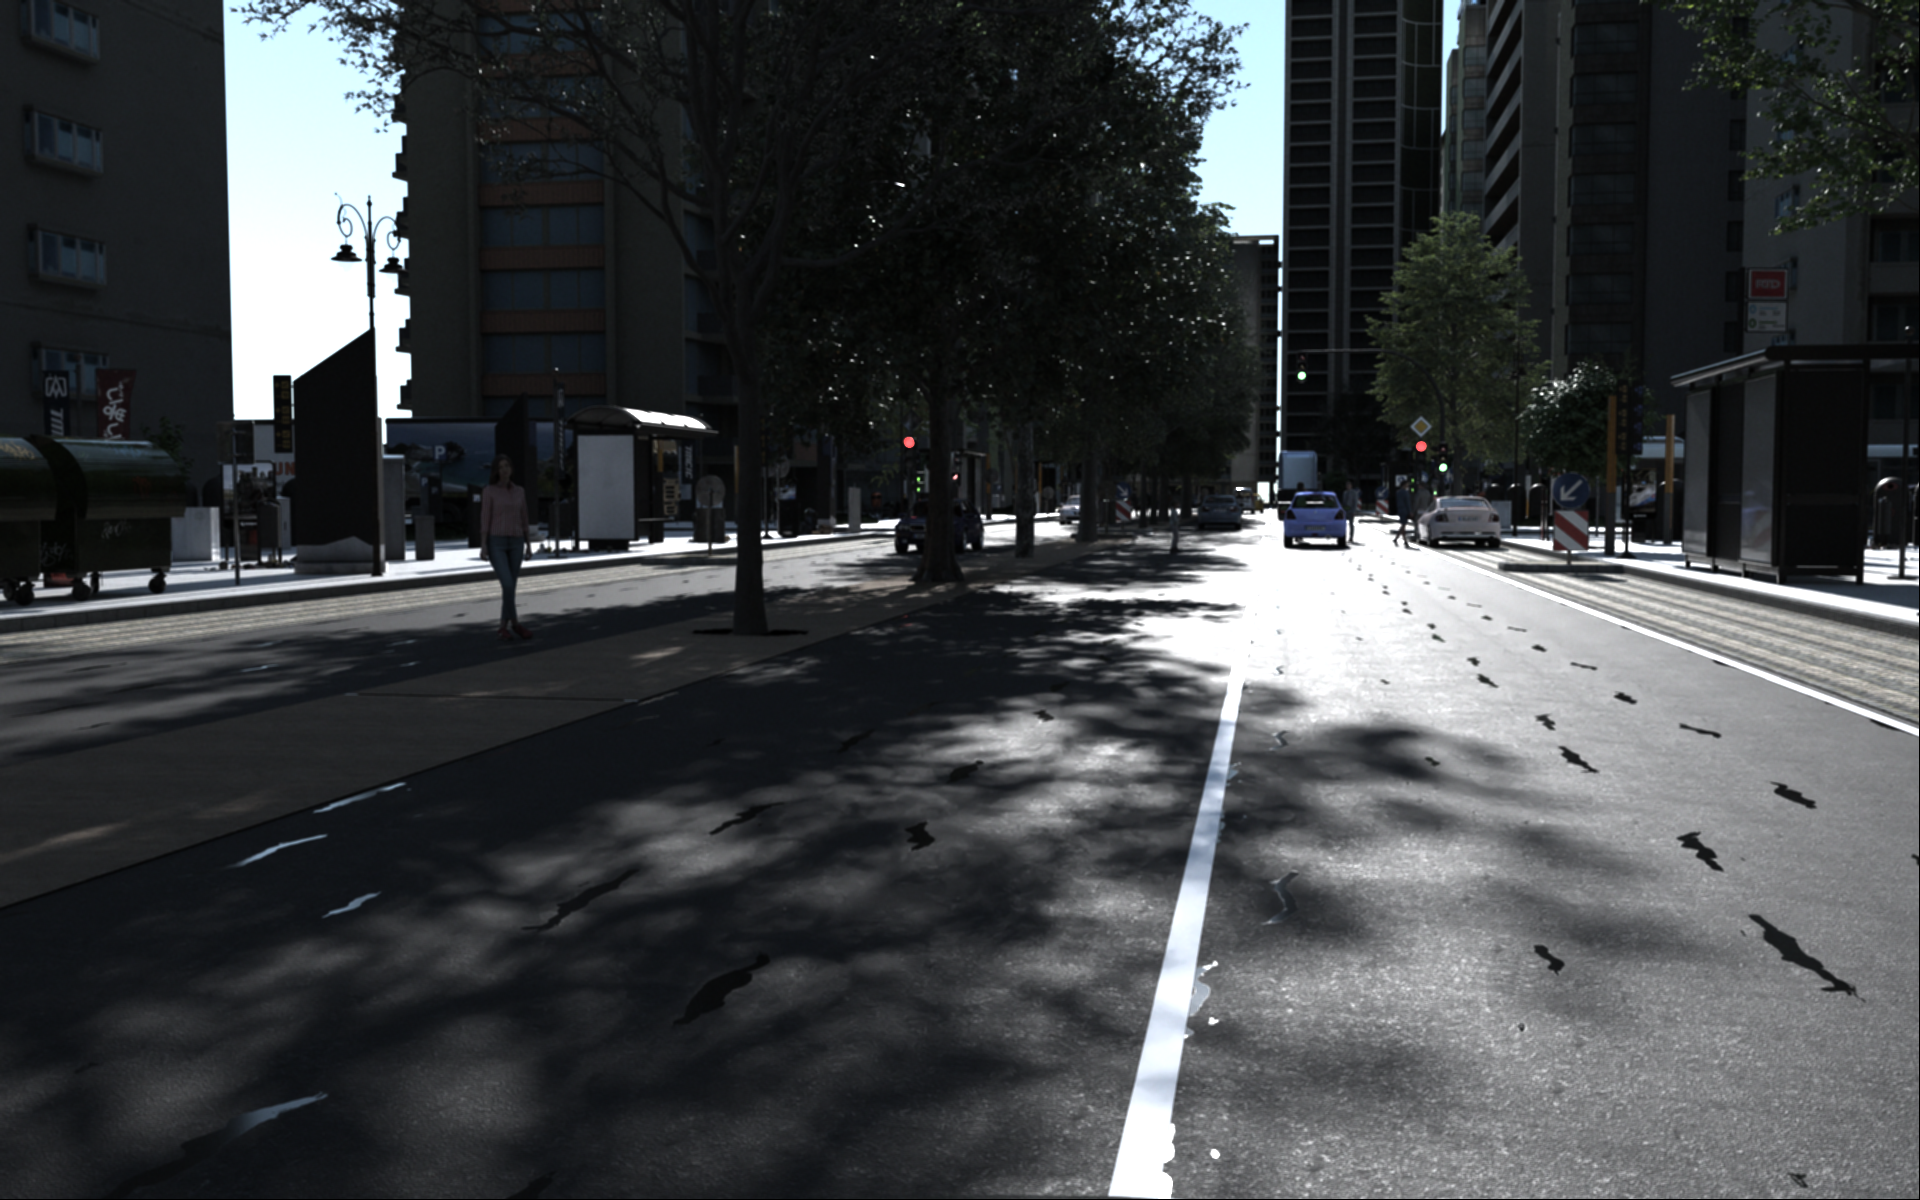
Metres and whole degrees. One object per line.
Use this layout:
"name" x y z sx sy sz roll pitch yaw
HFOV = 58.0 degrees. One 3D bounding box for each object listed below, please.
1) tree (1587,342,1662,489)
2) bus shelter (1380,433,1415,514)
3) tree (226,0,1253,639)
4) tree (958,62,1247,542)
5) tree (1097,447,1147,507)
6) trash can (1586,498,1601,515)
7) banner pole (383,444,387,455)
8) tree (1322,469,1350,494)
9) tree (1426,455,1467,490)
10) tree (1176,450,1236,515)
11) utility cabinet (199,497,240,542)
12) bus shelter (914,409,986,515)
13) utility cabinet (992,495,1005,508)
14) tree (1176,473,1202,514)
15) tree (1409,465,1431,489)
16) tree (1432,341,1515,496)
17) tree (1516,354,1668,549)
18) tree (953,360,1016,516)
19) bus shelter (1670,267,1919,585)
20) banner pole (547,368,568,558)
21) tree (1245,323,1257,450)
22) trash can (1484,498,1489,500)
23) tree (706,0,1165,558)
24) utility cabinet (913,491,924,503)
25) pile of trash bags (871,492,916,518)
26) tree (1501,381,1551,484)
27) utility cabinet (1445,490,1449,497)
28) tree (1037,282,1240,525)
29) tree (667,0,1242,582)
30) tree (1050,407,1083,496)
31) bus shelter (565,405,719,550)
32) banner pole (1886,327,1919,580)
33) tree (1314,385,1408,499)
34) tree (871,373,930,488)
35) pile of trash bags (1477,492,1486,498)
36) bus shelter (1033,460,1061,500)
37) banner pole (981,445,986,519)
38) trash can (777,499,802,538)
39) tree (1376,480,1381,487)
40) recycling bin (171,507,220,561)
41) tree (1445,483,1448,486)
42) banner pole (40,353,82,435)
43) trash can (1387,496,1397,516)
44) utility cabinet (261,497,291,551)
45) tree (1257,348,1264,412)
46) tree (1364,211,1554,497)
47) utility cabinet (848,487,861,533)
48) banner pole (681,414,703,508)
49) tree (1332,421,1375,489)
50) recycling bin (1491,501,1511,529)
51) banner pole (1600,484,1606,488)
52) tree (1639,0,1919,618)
"tree" 32.185 -8.234 84.995 4.737 8.622 4.395 0 3 0
"bus shelter" 28.357 -8.220 112.028 2.179 5.291 8.768 1 4 10
"tree" -2.130 -6.375 17.061 12.009 13.543 11.850 0 3 0
"tree" 3.823 -8.725 51.769 9.857 13.997 8.962 0 3 0
"tree" 21.173 -16.232 199.800 7.601 10.594 8.767 3 5 42
"trash can" 25.770 -3.608 70.649 0.748 1.137 0.748 0 3 0
"banner pole" -25.163 -5.248 75.821 0.863 3.779 0.401 0 4 1
"tree" 44.465 -13.553 205.300 4.285 4.588 4.351 0 3 0
"tree" 34.149 -8.512 122.892 4.285 4.588 4.351 0 3 0
"tree" 15.656 -12.110 118.587 7.486 12.596 7.792 0 3 0
"utility cabinet" -19.679 -2.139 46.128 1.020 1.237 0.306 0 4 2
"bus shelter" -0.573 -6.304 80.705 2.179 5.291 8.768 1 4 10
"utility cabinet" 2.922 -7.157 128.182 0.306 1.237 1.020 2 4 35
"tree" 17.246 -10.533 125.036 4.360 8.622 3.978 0 3 0
"tree" 26.658 -6.433 99.784 1.663 3.219 1.824 0 3 0
"tree" 23.248 -7.901 79.551 4.360 8.622 3.978 0 3 0
"tree" 14.874 -3.501 40.949 4.285 4.588 4.351 0 3 0
"tree" 3.288 -10.815 102.581 9.928 11.665 9.643 0 3 0
"bus shelter" 13.167 -3.110 28.487 2.179 5.291 8.768 1 4 10
"banner pole" -7.961 -2.715 34.414 0.401 3.779 0.863 -2 4 -29
"tree" 10.501 -11.015 89.202 9.857 13.997 8.962 0 3 0
"trash can" 19.693 -3.309 65.752 0.748 1.137 0.748 0 3 0
"tree" 0.408 -11.062 39.202 12.611 20.169 13.585 0 3 0
"utility cabinet" -2.590 -6.540 115.606 1.173 1.500 0.318 2 4 29
"pile of trash bags" -3.496 -5.112 93.326 1.912 1.369 3.447 3 5 41
"tree" 36.733 -9.801 110.603 4.737 8.622 4.395 0 3 0
"utility cabinet" 26.622 -5.269 94.830 0.318 1.500 1.173 -1 4 -20
"tree" 8.981 -9.233 79.166 9.928 11.665 9.643 0 3 0
"tree" -0.316 -6.650 28.189 9.611 12.733 9.660 0 3 0
"tree" 8.251 -10.910 128.736 4.360 8.622 3.978 0 3 0
"bus shelter" -7.662 -2.937 41.944 2.014 3.302 5.546 1 4 10
"banner pole" 14.427 -2.198 25.961 0.863 3.779 0.401 1 4 11
"tree" 34.203 -13.040 147.615 8.767 10.594 7.601 1 4 21
"tree" -2.097 -7.351 70.544 4.737 8.622 4.395 0 3 0
"pile of trash bags" 22.388 -3.999 75.136 1.912 1.369 3.447 0 4 5
"bus shelter" 5.754 -7.861 119.813 1.731 3.624 6.357 1 4 10
"banner pole" 1.225 -6.078 89.389 0.401 3.779 0.863 0 4 5
"trash can" -4.989 -2.386 50.660 0.748 1.137 0.748 0 3 0
"tree" 31.885 -8.263 129.698 1.663 3.219 1.824 0 3 0
"recycling bin" -14.745 -1.276 33.419 0.722 1.027 0.722 -1 4 -9
"tree" 32.287 -7.521 117.562 1.663 3.219 1.824 0 3 0
"banner pole" -15.908 -2.499 30.874 0.863 3.779 0.401 0 4 -3
"trash can" 25.455 -5.528 102.039 0.748 1.137 0.748 0 3 0
"utility cabinet" -15.579 -1.729 39.438 0.306 1.237 1.020 0 4 1
"tree" 13.024 -11.677 100.023 9.857 13.997 8.962 0 3 0
"tree" 19.835 -9.307 70.293 7.486 12.596 7.792 0 3 0
"utility cabinet" -3.451 -2.946 56.841 0.318 1.500 1.173 -1 4 -10
"banner pole" -8.363 -3.940 54.435 0.863 3.779 0.401 -1 4 -18
"tree" 35.989 -12.688 157.814 4.360 8.622 3.978 0 3 0
"recycling bin" 20.207 -3.190 64.716 0.722 1.027 0.722 1 4 16
"banner pole" 30.072 -5.523 80.324 0.401 3.779 0.863 -3 4 -38
"tree" 10.709 -5.611 17.489 9.928 11.665 9.643 0 3 0
